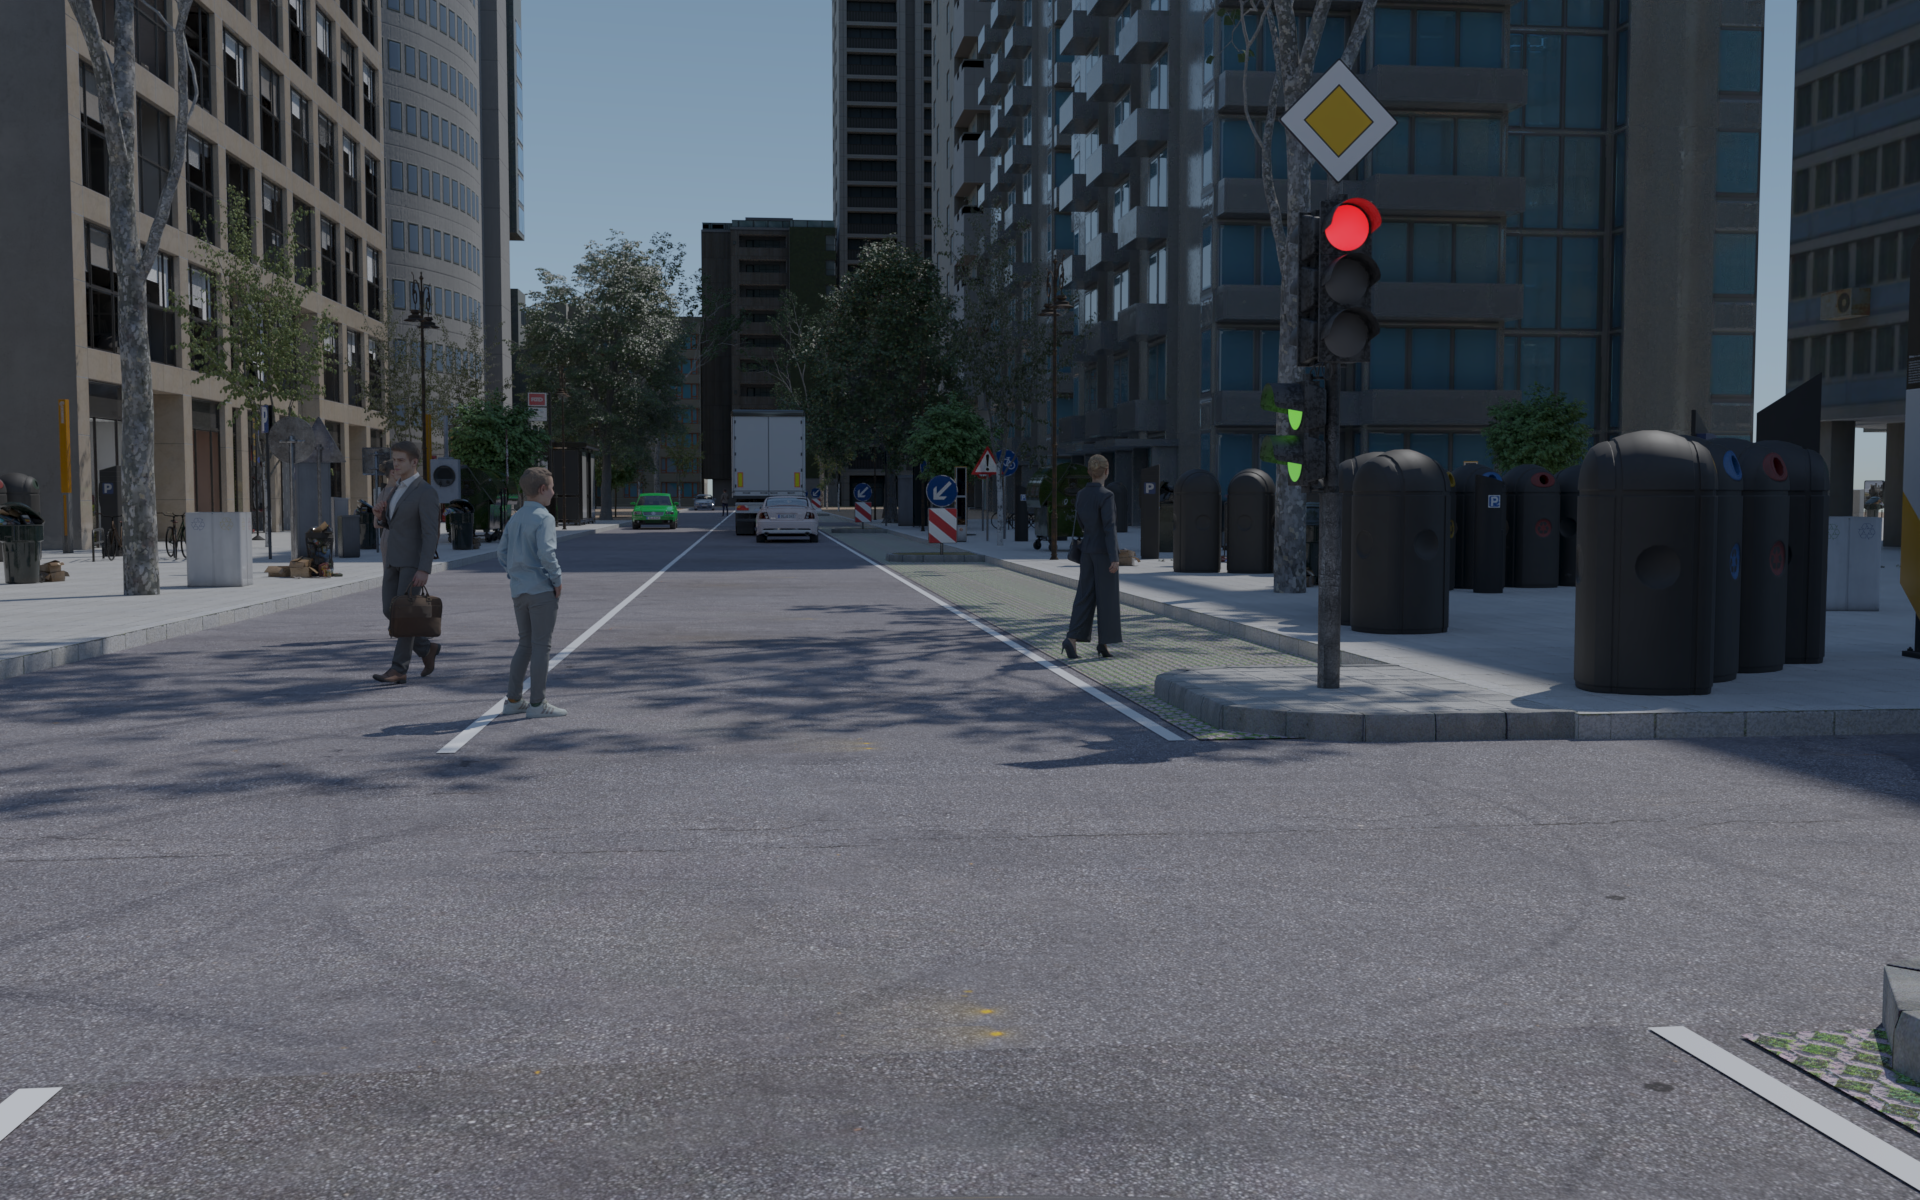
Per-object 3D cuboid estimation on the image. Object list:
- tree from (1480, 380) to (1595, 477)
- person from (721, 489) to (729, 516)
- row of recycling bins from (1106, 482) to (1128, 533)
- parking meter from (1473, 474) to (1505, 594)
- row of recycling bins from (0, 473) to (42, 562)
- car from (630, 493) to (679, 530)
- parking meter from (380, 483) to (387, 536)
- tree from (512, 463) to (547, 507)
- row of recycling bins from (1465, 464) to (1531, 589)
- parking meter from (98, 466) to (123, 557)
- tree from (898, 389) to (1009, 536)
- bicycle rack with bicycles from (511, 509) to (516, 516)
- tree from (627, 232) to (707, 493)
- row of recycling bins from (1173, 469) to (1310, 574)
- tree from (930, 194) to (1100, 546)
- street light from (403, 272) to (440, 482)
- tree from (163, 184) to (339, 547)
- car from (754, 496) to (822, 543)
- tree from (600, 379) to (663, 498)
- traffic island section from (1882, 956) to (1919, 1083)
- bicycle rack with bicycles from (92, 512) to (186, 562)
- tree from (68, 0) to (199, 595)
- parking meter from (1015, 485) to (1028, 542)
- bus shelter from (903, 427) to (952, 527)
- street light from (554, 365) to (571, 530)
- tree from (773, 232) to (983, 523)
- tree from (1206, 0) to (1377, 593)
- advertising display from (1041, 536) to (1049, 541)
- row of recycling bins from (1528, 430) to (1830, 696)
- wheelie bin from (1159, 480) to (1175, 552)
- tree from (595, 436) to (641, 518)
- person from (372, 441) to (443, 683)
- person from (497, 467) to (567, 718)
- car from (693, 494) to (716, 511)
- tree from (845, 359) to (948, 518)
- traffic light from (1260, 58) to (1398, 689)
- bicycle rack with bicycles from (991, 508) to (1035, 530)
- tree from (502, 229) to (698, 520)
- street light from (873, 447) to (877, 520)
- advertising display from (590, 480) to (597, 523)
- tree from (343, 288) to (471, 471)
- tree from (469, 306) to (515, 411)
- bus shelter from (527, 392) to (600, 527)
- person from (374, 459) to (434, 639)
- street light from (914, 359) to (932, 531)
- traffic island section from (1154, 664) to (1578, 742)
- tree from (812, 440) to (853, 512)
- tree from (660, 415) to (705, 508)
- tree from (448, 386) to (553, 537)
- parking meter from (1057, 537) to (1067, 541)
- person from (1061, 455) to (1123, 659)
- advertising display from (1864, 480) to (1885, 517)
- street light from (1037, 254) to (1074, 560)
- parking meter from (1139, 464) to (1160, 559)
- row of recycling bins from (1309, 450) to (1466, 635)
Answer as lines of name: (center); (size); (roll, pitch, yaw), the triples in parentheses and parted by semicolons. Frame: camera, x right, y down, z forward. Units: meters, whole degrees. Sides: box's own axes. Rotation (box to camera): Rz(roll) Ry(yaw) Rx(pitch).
tree: (16.724, -4.063, 50.138); (4.285, 4.588, 4.351); (0, 3, 0)
person: (-15.268, -6.313, 112.244); (0.617, 1.759, 0.750); (-1, 4, -21)
row of recycling bins: (4.288, -3.164, 58.838); (1.069, 1.692, 3.534); (-3, 5, -42)
parking meter: (6.862, -0.859, 22.462); (0.372, 1.533, 0.369); (0, 3, 0)
row of recycling bins: (-18.479, -1.531, 32.141); (1.069, 1.692, 3.534); (0, 4, 7)
car: (-12.589, -3.835, 71.498); (1.959, 1.807, 4.718); (-1, 4, -8)
parking meter: (-12.817, -1.866, 38.923); (0.372, 1.533, 0.369); (0, 3, 0)
tree: (-14.785, -3.941, 59.035); (1.663, 3.219, 1.824); (0, 3, 0)
row of recycling bins: (7.412, -1.018, 23.752); (3.534, 1.692, 1.069); (-1, 4, -22)
parking meter: (-17.413, -1.824, 35.531); (0.399, 1.863, 0.255); (0, 4, 3)
tree: (-0.284, -4.288, 53.818); (4.285, 4.588, 4.351); (0, 3, 0)
bicycle rack with bicycles: (-20.693, -3.805, 75.600); (2.852, 0.926, 2.925); (-3, 5, -44)
tree: (-20.540, -16.349, 123.195); (12.611, 20.169, 13.585); (0, 3, 0)
row of recycling bins: (5.205, -1.282, 28.072); (3.534, 1.692, 1.069); (1, 4, 16)
tree: (1.080, -5.648, 42.700); (4.360, 8.622, 3.978); (0, 3, 0)
street light: (-11.191, -3.875, 36.148); (0.468, 5.910, 1.993); (0, 4, -7)
tree: (-16.652, -5.565, 41.352); (4.737, 8.622, 4.395); (0, 3, 0)
car: (-5.221, -2.454, 52.491); (2.083, 1.381, 4.827); (0, 4, -5)
tree: (-20.328, -9.673, 108.515); (4.360, 8.622, 3.978); (0, 3, 0)
traffic island section: (3.401, 1.146, 3.547); (2.009, 0.180, 2.903); (0, 4, -7)
bicycle rack with bicycles: (-15.788, -1.262, 34.020); (2.852, 0.926, 2.925); (-1, 4, -20)
tree: (-11.193, -10.049, 20.198); (12.611, 20.169, 13.585); (0, 3, 0)
parking meter: (1.664, -2.352, 46.862); (0.372, 1.533, 0.369); (0, 3, 0)
bus shelter: (-0.975, -4.430, 63.716); (1.731, 3.624, 6.357); (0, 4, -7)
street light: (-14.285, -5.479, 62.372); (0.468, 5.910, 1.993); (0, 4, -7)
tree: (-3.098, -9.733, 76.138); (9.611, 12.733, 9.660); (0, 3, 0)
tree: (5.777, -10.156, 21.943); (12.611, 20.169, 13.585); (0, 3, 0)
advertising display: (2.358, -2.582, 47.429); (0.123, 1.923, 0.974); (-1, 4, -12)
row of recycling bins: (5.317, -0.322, 12.376); (1.069, 1.692, 3.534); (3, 5, 41)
wheelie bin: (4.537, -1.859, 38.300); (0.693, 1.594, 0.980); (1, 4, 16)
tree: (-19.016, -6.821, 95.229); (4.285, 4.588, 4.351); (0, 3, 0)
person: (-4.175, -0.289, 13.189); (0.622, 1.834, 0.822); (2, 4, 28)
person: (-2.724, -0.050, 11.134); (0.330, 1.601, 0.589); (-3, 4, -38)
car: (-22.254, -8.491, 150.827); (2.014, 1.417, 4.499); (0, 4, -8)
tree: (-3.735, -9.661, 92.372); (7.601, 10.594, 8.767); (1, 4, 21)
traffic light: (2.422, -1.372, 11.358); (0.839, 4.253, 0.868); (0, 4, -7)
bicycle rack with bicycles: (2.570, -3.039, 63.077); (2.925, 0.926, 2.852); (0, 4, 7)
tree: (-17.452, -10.911, 85.046); (9.857, 13.997, 8.962); (0, 3, 0)
street light: (-4.192, -6.883, 85.323); (0.468, 5.910, 1.993); (0, 4, -7)
advertising display: (-16.785, -4.460, 78.129); (0.974, 1.923, 0.123); (2, 4, 34)
tree: (-19.755, -6.808, 61.681); (4.360, 8.622, 3.978); (0, 3, 0)
tree: (-19.603, -7.212, 68.273); (4.360, 8.622, 3.978); (0, 3, 0)
bus shelter: (-16.252, -5.713, 71.039); (2.179, 5.291, 8.768); (0, 4, -7)
person: (-5.533, -0.510, 17.185); (0.599, 1.781, 0.374); (3, 5, 42)
street light: (-1.275, -5.295, 59.355); (0.468, 5.910, 1.993); (0, 4, -7)
traffic island section: (2.463, 0.661, 11.477); (2.009, 0.180, 2.903); (0, 4, -7)
tree: (-11.324, -12.168, 149.315); (4.737, 8.622, 4.395); (0, 3, 0)
tree: (-25.792, -12.850, 160.462); (4.737, 8.622, 4.395); (0, 3, 0)
tree: (-14.088, -4.221, 52.735); (4.285, 4.588, 4.351); (0, 3, 0)
parking meter: (2.770, -2.397, 47.595); (0.372, 1.533, 0.369); (0, 3, 0)
person: (1.176, -0.371, 14.981); (0.576, 1.772, 0.534); (2, 4, 33)
advertising display: (42.600, -4.619, 80.736); (0.123, 1.923, 0.974); (-2, 4, -27)
street light: (1.835, -3.718, 33.581); (0.468, 5.910, 1.993); (0, 4, -7)
parking meter: (3.734, -1.742, 34.190); (0.399, 1.863, 0.255); (1, 4, 9)
row of recycling bins: (4.225, -0.633, 17.468); (1.069, 1.692, 3.534); (0, 4, 7)
